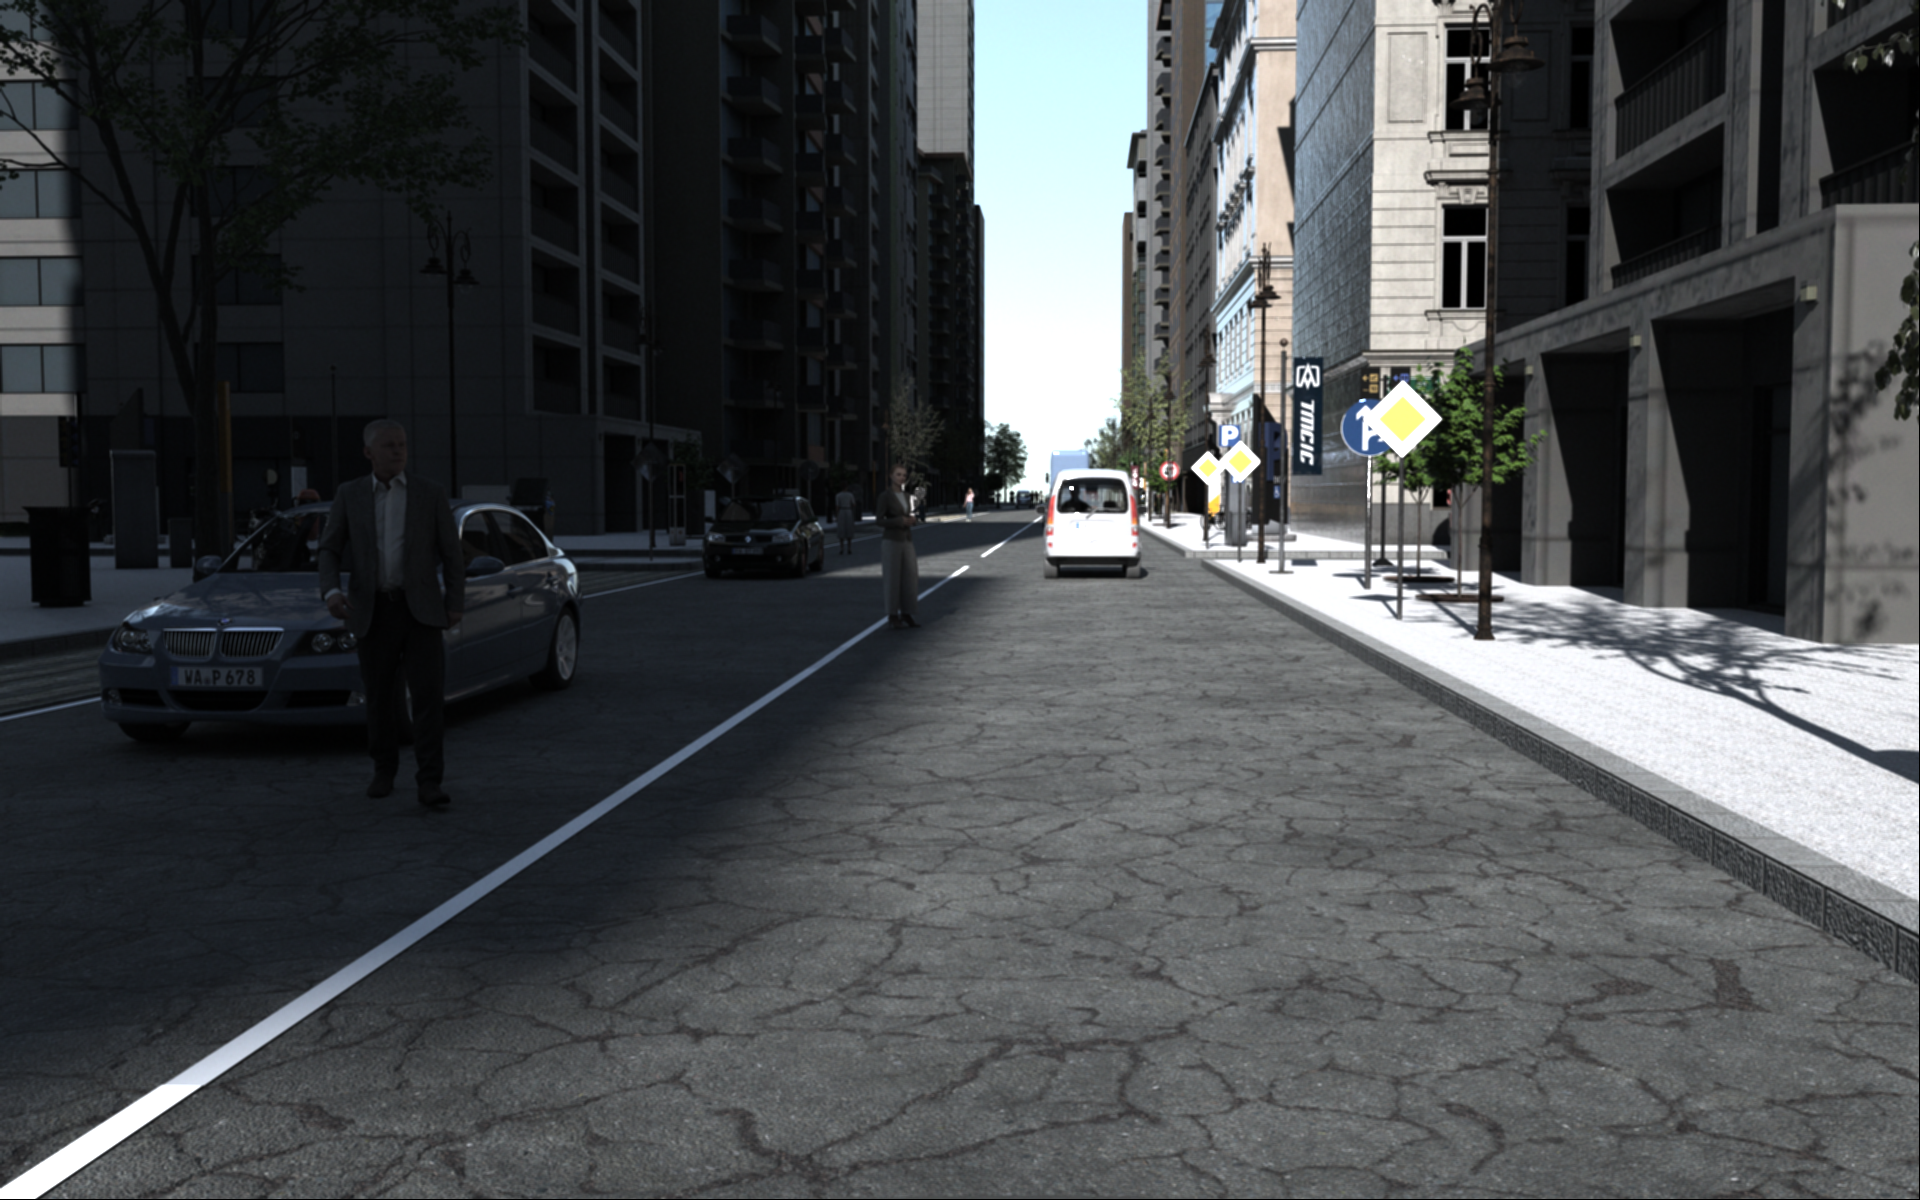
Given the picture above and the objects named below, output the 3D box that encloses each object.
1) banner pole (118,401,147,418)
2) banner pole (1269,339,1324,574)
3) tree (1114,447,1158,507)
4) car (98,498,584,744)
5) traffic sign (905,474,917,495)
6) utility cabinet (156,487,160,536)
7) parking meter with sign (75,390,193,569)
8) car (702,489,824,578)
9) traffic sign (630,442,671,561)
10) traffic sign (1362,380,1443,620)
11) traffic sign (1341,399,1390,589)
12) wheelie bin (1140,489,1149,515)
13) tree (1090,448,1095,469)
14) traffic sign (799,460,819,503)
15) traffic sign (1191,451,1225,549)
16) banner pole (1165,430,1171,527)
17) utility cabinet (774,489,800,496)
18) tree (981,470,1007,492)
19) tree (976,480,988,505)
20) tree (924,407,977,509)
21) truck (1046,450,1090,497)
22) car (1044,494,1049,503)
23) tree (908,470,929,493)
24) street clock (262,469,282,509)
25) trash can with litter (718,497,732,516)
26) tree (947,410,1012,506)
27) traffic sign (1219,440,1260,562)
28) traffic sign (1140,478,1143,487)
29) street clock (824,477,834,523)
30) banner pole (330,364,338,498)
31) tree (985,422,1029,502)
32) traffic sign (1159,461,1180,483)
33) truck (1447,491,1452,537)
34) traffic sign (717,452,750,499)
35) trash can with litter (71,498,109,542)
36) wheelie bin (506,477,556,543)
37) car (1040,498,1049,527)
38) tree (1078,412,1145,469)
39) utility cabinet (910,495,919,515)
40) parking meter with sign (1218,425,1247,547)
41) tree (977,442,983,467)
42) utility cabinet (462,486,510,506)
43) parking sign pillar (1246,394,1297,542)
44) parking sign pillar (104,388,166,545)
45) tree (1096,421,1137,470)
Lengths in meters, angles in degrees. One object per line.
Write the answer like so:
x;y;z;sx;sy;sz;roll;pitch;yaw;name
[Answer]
-22.364;-3.474;46.809;0.863;3.779;0.401;-2;4;-30;banner pole
5.436;-2.318;27.923;0.863;3.779;0.401;1;4;13;banner pole
12.212;-8.318;119.713;4.285;4.588;4.351;0;3;0;tree
-3.839;0.030;11.519;2.014;1.417;4.499;0;4;4;car
-3.028;-6.537;106.988;0.768;2.556;0.104;1;4;11;traffic sign
-23.965;-2.551;50.386;1.173;1.500;0.318;-3;4;-36;utility cabinet
-14.204;-2.052;29.812;1.738;3.016;0.543;-2;4;-29;parking meter with sign
-3.468;-1.294;30.938;2.009;1.686;4.222;0;4;2;car
-5.929;-1.809;33.212;0.795;2.450;0.064;0;4;4;traffic sign
4.474;-1.002;17.571;0.795;2.450;0.064;1;4;9;traffic sign
5.499;-1.418;23.285;0.768;2.556;0.104;1;4;8;traffic sign
11.107;-5.907;104.485;0.693;1.594;0.980;0;4;3;wheelie bin
16.118;-14.140;181.548;4.737;8.622;4.395;0;3;0;tree
-5.706;-4.004;65.576;0.768;2.556;0.104;0;4;5;traffic sign
5.774;-2.249;40.411;0.795;2.450;0.064;0;4;4;traffic sign
8.026;-4.675;66.455;0.401;3.779;0.863;0;4;2;banner pole
-8.082;-4.412;80.807;1.173;1.500;0.318;-1;4;-20;utility cabinet
4.431;-14.885;227.077;4.285;4.588;4.351;0;3;0;tree
3.063;-13.385;213.445;1.663;3.219;1.824;0;3;0;tree
-1.325;-11.961;145.930;4.737;8.622;4.395;0;3;0;tree
6.514;-6.781;100.630;2.967;4.110;18.799;0;4;2;truck
14.118;-16.049;272.616;2.015;1.641;3.980;0;4;2;car
-3.139;-7.958;124.711;1.663;3.219;1.824;0;3;0;tree
-19.810;-2.773;49.906;0.471;2.002;0.358;0;4;8;street clock
-8.859;-3.377;66.598;0.624;1.170;1.055;-3;4;-37;trash can with litter
2.440;-15.809;192.896;7.601;10.594;8.767;1;4;21;tree
5.239;-1.762;32.444;0.795;2.450;0.064;0;4;4;traffic sign
11.301;-6.580;109.705;0.606;2.300;0.079;1;4;13;traffic sign
-5.692;-4.340;75.536;0.358;2.002;0.471;2;4;27;street clock
-12.117;-2.664;33.567;0.401;3.779;0.863;-1;4;-22;banner pole
7.277;-21.779;274.210;7.486;12.596;7.792;0;3;0;tree
7.962;-4.021;65.855;0.768;2.556;0.104;1;4;11;traffic sign
15.587;-2.925;36.744;11.283;4.237;2.839;0;4;3;truck
-5.393;-2.296;41.180;0.795;2.450;0.064;0;4;4;traffic sign
-23.162;-2.116;45.980;1.055;1.170;0.624;1;4;15;trash can with litter
-7.863;-1.463;31.824;0.980;1.594;0.693;0;4;7;wheelie bin
4.585;-3.945;76.863;2.083;1.381;4.827;0;4;3;car
17.192;-16.123;198.022;8.767;10.594;7.601;0;4;5;tree
-2.886;-5.807;106.103;1.020;1.237;0.306;1;4;20;utility cabinet
6.807;-2.856;42.954;0.543;3.016;1.738;0;4;-1;parking meter with sign
-0.013;-12.746;158.753;4.737;8.622;4.395;0;3;0;tree
-12.394;-2.240;45.301;1.173;1.500;0.318;-2;4;-34;utility cabinet
8.452;-3.589;47.154;1.447;3.967;1.447;3;4;38;parking sign pillar
-21.257;-3.427;44.510;1.447;3.967;1.447;2;4;33;parking sign pillar
15.800;-13.491;170.947;4.360;8.622;3.978;0;3;0;tree
